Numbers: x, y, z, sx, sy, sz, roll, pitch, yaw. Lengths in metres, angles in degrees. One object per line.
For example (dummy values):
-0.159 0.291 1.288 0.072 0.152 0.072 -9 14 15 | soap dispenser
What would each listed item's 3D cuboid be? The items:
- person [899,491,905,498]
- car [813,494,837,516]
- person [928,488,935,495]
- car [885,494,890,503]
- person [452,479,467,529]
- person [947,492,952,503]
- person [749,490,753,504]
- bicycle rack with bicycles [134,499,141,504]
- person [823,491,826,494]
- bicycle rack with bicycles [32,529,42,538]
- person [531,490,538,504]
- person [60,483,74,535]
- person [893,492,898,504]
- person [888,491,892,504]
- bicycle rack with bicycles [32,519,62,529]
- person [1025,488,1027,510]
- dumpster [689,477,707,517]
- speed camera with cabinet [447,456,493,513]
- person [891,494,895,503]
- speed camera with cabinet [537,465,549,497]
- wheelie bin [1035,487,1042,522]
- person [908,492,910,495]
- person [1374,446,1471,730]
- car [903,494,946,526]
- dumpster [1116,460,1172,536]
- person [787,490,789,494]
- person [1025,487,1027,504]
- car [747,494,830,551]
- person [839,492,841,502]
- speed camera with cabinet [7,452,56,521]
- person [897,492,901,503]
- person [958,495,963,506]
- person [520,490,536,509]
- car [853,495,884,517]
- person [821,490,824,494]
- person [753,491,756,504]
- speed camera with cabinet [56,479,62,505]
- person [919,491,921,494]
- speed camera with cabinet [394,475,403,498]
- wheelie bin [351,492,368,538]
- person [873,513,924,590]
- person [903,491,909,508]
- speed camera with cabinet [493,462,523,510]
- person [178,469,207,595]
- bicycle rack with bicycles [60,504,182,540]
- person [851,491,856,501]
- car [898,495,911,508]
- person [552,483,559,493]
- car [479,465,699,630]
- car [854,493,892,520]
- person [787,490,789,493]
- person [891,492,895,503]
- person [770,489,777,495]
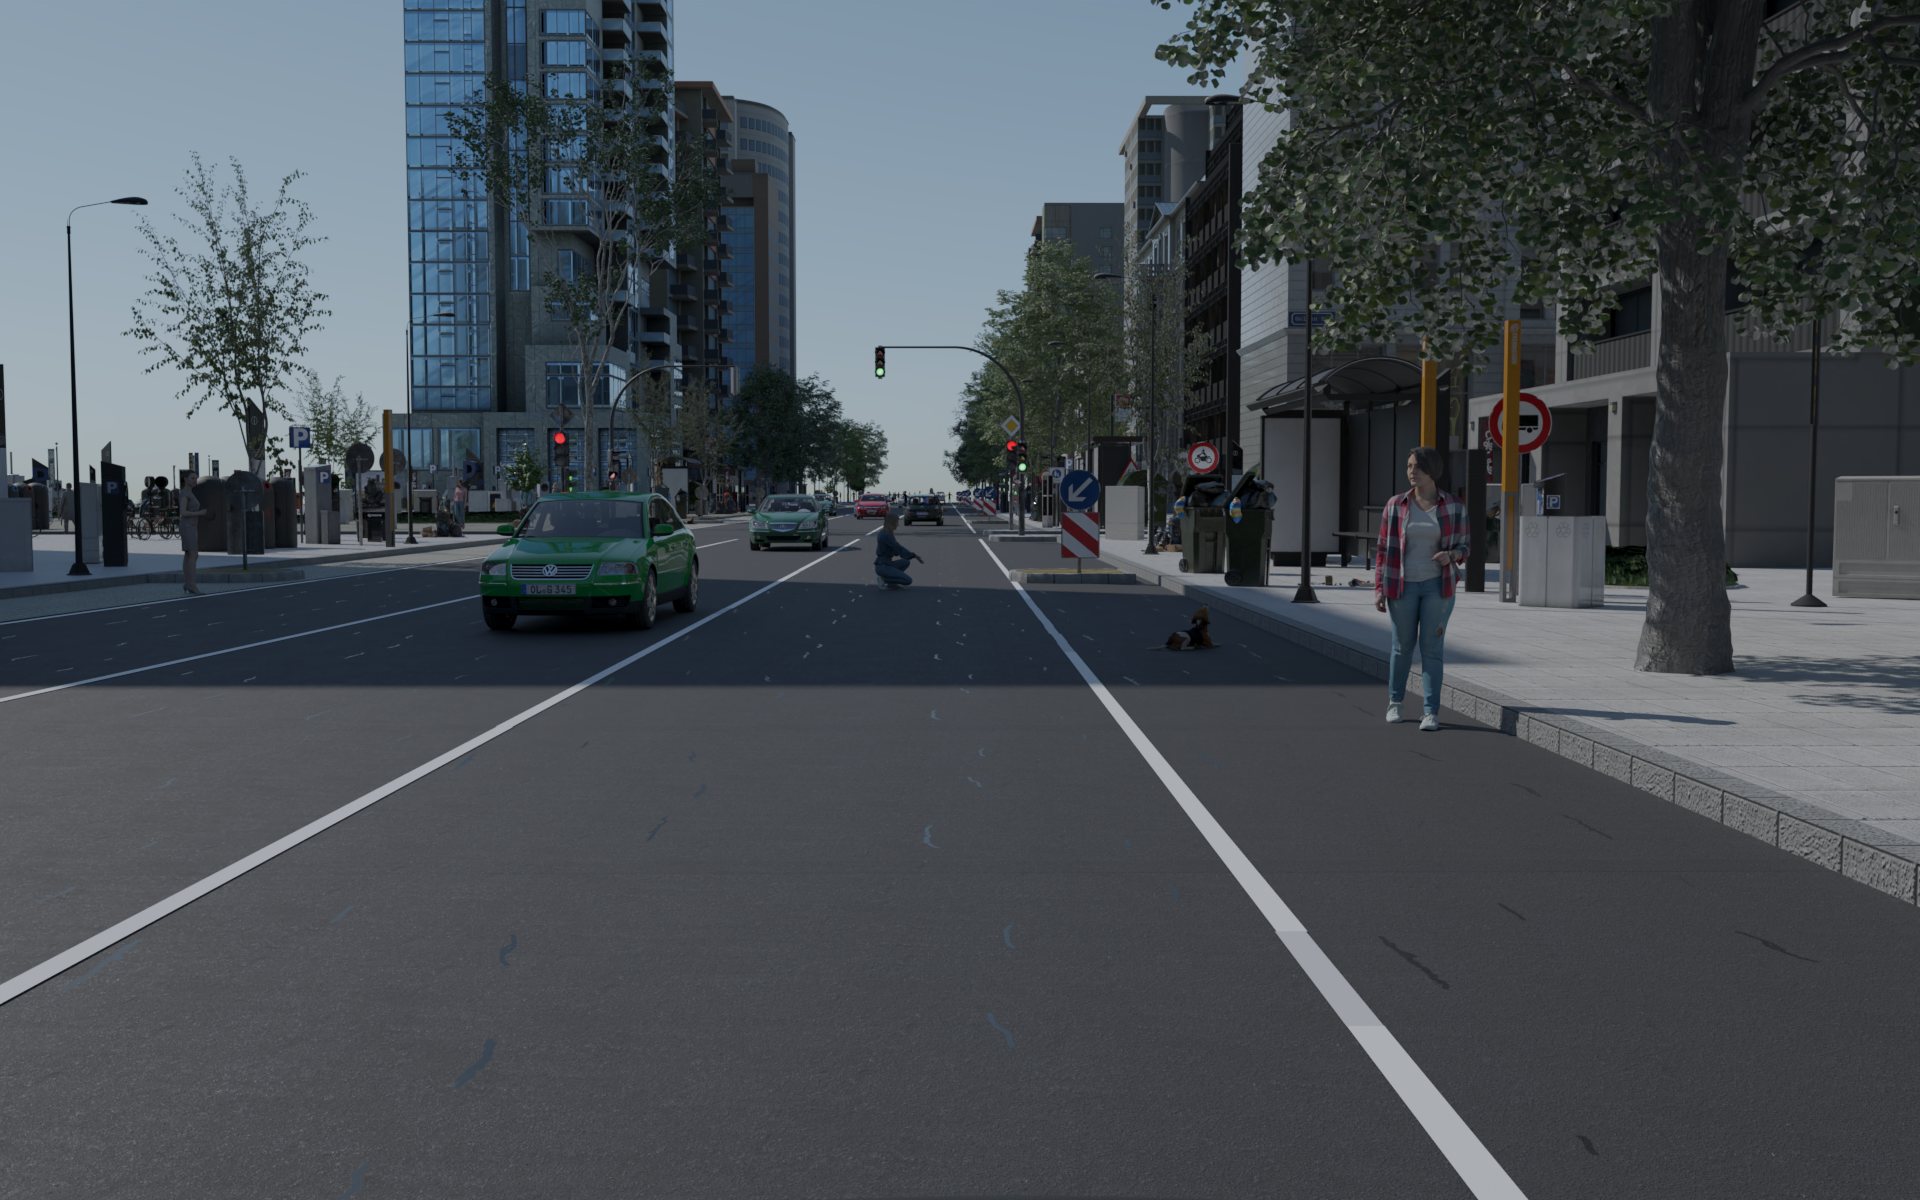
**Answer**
-8.088 -14.790 249.948 1.348 1.869 0.705 -1 4 -12 | person
-9.124 -6.230 113.656 2.131 1.459 4.920 0 4 1 | car
-1.771 -6.032 107.134 0.555 1.821 0.388 -1 4 -16 | person
-10.148 -13.370 228.182 1.945 1.707 3.694 0 3 0 | car
-18.216 -3.485 63.027 0.555 1.821 0.388 0 4 3 | person
-1.671 -16.236 273.901 1.348 1.831 0.705 -1 4 -19 | person
-27.159 -13.394 225.036 0.705 1.824 1.348 0 4 8 | person
-58.075 -6.719 123.236 2.925 0.926 2.852 0 4 -5 | bicycle rack with bicycles
-20.535 -15.700 263.188 0.683 1.767 0.568 -1 4 -17 | person
-28.221 -2.249 50.155 2.925 0.926 2.852 -3 5 -41 | bicycle rack with bicycles
-22.041 -5.047 89.404 0.563 1.720 0.643 0 4 4 | person
-29.657 -3.005 57.731 0.767 1.812 0.694 3 5 39 | person
-9.497 -14.918 252.956 0.990 1.755 0.434 0 4 1 | person
-10.082 -14.605 247.293 0.705 1.824 1.348 3 5 40 | person
-37.673 -3.429 69.444 2.852 0.926 2.925 1 4 21 | bicycle rack with bicycles
5.541 -8.301 141.848 0.705 1.814 1.350 1 4 23 | person
-15.238 -5.872 98.507 1.502 2.255 1.985 0 4 -1 | dumpster
-25.302 -5.801 89.176 2.038 3.252 0.660 0 4 -5 | speed camera with cabinet
-8.889 -13.413 230.986 0.799 1.438 0.628 2 4 26 | person
-28.799 -7.496 116.896 2.038 3.252 0.660 -2 4 -33 | speed camera with cabinet
3.939 -4.420 80.175 0.980 1.594 0.693 1 4 14 | wheelie bin
-7.973 -16.167 273.551 1.217 1.735 0.721 0 4 -7 | person
2.843 -0.080 10.651 0.563 1.720 0.643 1 4 20 | person
-1.644 -4.244 79.178 2.009 1.686 4.222 0 4 1 | car
5.354 -2.945 50.644 1.502 2.255 1.985 0 4 0 | dumpster
-16.519 -9.696 166.037 0.415 1.643 0.593 -2 4 -35 | person
5.510 -8.485 144.718 0.705 1.831 1.348 0 4 1 | person
-4.445 -2.056 45.421 2.131 1.459 4.920 0 4 -1 | car
-20.336 -17.579 294.373 0.530 1.710 0.541 2 4 27 | person
-43.568 -5.299 80.971 2.038 3.252 0.660 1 4 9 | speed camera with cabinet
-10.312 -17.289 291.163 1.348 1.826 0.705 0 4 3 | person
0.109 -11.482 199.461 0.697 1.427 0.421 -3 5 -44 | person
-17.870 -4.015 71.700 0.660 1.820 0.620 0 4 -3 | person
-5.698 -5.938 109.084 2.014 1.417 4.499 0 4 0 | car
-15.349 -11.279 190.991 0.617 1.759 0.750 3 4 37 | person
-27.199 -13.580 228.869 1.217 1.735 0.721 -2 4 -31 | person
-57.207 -6.964 108.190 0.660 3.252 2.038 2 4 30 | speed camera with cabinet
-4.802 -12.184 207.791 0.705 1.814 1.350 -2 4 -24 | person
-33.836 -6.570 101.752 2.038 3.252 0.660 -1 4 -10 | speed camera with cabinet
-17.291 -2.606 50.521 0.980 1.594 0.693 -3 5 -43 | wheelie bin
-0.950 -0.745 26.179 0.738 1.151 1.012 0 4 -6 | person
-4.731 -8.775 152.789 0.721 1.723 1.217 -2 4 -34 | person
-25.682 -6.329 97.820 2.038 3.252 0.660 -1 4 -12 | speed camera with cabinet
-10.950 -0.971 24.720 0.374 1.781 0.599 -1 4 -17 | person
-23.206 -2.192 49.218 2.852 0.926 2.925 1 4 16 | bicycle rack with bicycles
-16.915 -16.541 276.622 1.348 1.807 0.705 3 5 42 | person
-5.538 -10.458 183.346 2.083 1.381 4.827 0 4 1 | car
-18.550 -4.482 79.507 0.728 1.800 0.709 0 4 8 | person
-4.124 -0.669 19.731 1.959 1.807 4.718 0 4 0 | car
-4.922 -5.476 98.577 2.155 1.783 4.494 0 3 0 | car
-21.803 -13.116 221.204 0.721 1.743 1.217 -1 4 -17 | person
-10.812 -16.549 279.875 0.445 1.727 0.742 3 5 43 | person
-18.182 -9.956 169.339 1.217 1.766 0.721 -1 4 -20 | person
